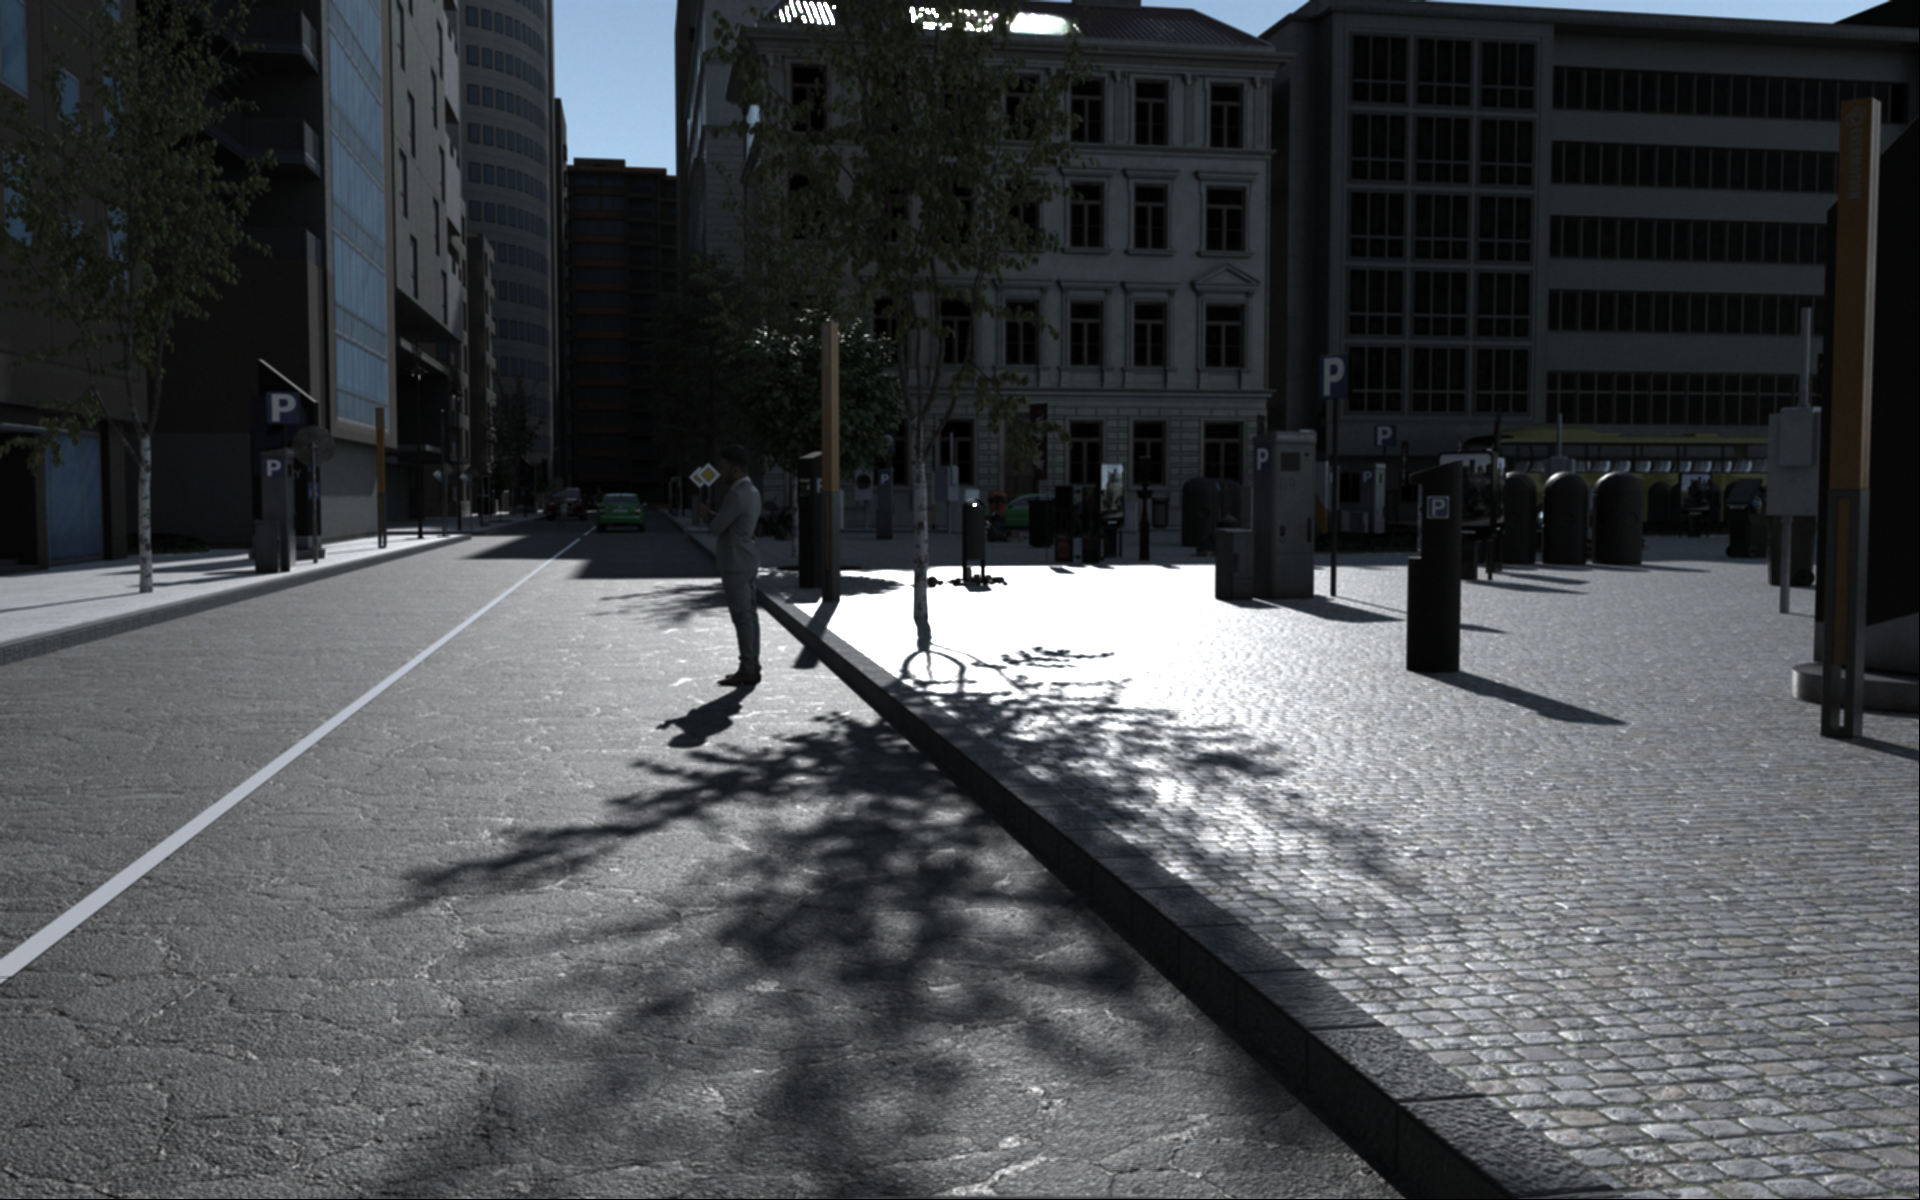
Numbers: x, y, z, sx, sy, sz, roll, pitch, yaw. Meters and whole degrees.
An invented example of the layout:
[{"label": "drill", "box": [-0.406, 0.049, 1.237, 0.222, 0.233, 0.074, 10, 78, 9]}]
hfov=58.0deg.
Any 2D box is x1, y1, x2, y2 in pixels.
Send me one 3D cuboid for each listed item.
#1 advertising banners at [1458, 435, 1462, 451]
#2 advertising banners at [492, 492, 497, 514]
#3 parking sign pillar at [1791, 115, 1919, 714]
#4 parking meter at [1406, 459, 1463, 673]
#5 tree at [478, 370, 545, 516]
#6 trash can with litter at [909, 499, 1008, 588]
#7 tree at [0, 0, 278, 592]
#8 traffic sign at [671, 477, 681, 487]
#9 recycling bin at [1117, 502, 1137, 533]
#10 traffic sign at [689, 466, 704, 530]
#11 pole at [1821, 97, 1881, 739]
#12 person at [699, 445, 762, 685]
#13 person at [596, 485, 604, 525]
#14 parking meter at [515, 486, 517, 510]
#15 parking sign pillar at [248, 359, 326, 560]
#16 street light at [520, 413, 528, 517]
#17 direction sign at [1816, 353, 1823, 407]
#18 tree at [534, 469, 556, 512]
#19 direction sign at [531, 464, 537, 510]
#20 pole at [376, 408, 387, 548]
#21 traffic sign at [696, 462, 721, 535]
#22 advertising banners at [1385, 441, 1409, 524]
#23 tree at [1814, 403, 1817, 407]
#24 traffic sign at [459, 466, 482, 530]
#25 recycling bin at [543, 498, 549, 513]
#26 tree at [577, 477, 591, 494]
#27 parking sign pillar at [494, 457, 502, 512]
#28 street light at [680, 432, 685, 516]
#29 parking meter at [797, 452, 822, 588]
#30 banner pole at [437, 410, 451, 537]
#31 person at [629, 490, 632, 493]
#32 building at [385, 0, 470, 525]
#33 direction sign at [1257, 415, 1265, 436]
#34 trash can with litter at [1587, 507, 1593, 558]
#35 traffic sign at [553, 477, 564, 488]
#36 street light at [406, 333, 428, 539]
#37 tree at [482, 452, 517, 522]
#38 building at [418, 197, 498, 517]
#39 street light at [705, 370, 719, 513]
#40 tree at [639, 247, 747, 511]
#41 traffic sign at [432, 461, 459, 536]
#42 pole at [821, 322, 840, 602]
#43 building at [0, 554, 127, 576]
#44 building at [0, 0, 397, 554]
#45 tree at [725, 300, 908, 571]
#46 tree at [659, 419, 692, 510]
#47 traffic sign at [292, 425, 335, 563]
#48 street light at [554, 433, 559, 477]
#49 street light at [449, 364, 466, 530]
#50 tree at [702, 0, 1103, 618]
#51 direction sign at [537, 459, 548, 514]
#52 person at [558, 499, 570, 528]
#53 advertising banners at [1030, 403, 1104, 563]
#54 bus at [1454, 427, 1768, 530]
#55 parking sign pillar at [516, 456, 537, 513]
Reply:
[{"label": "advertising banners", "box": [15.269, -3.440, 52.435, 0.090, 3.025, 2.074, 2, 4, 28]}, {"label": "advertising banners", "box": [-29.477, -6.941, 109.674, 0.090, 3.025, 2.074, -2, 4, -25]}, {"label": "parking sign pillar", "box": [5.946, -1.354, 10.602, 1.447, 3.967, 1.447, -1, 4, -19]}, {"label": "parking meter", "box": [3.443, -0.254, 12.567, 0.372, 1.533, 0.369, 0, 3, 0]}, {"label": "tree", "box": [-26.783, -9.361, 103.416, 4.737, 8.622, 4.395, 0, 3, 0]}, {"label": "trash can with litter", "box": [-0.101, -0.828, 24.591, 1.678, 1.210, 2.233, 2, 4, 32]}, {"label": "tree", "box": [-10.794, -4.416, 22.567, 4.737, 8.622, 4.395, 0, 3, 0]}, {"label": "traffic sign", "box": [-16.850, -6.164, 102.915, 0.606, 2.300, 0.079, 0, 4, -2]}, {"label": "recycling bin", "box": [5.453, -2.709, 56.846, 0.722, 1.027, 0.722, 0, 4, 6]}, {"label": "traffic sign", "box": [-9.399, -3.605, 62.578, 0.795, 2.450, 0.064, -1, 4, -10]}, {"label": "pole", "box": [4.671, -0.932, 9.079, 0.158, 3.312, 0.155, 0, 3, 0]}, {"label": "person", "box": [-1.740, -0.274, 13.157, 0.466, 1.800, 0.511, 0, 4, -6]}, {"label": "person", "box": [-16.507, -4.350, 79.528, 0.656, 1.842, 0.836, 2, 4, 29]}, {"label": "parking meter", "box": [-32.886, -7.460, 127.677, 0.255, 1.863, 0.399, 0, 4, 6]}, {"label": "parking sign pillar", "box": [-13.406, -2.810, 34.413, 1.447, 3.967, 1.447, 1, 4, 16]}, {"label": "street light", "box": [-24.313, -7.581, 96.742, 0.468, 5.910, 1.993, -1, 4, -10]}, {"label": "direction sign", "box": [14.056, -2.180, 27.642, 0.379, 3.537, 0.876, -2, 4, -30]}, {"label": "tree", "box": [-30.035, -7.903, 123.821, 1.663, 3.219, 1.824, 0, 3, 0]}, {"label": "direction sign", "box": [-31.818, -8.435, 129.909, 0.876, 3.537, 0.379, -1, 4, -22]}, {"label": "pole", "box": [-13.709, -2.885, 41.021, 0.158, 3.312, 0.155, 0, 3, 0]}, {"label": "traffic sign", "box": [-7.944, -3.124, 54.726, 0.795, 2.450, 0.064, -1, 4, -10]}, {"label": "advertising banners", "box": [14.558, -3.783, 58.040, 0.090, 3.025, 2.074, -1, 4, -10]}, {"label": "tree", "box": [24.647, -3.868, 46.954, 4.285, 4.588, 4.351, 0, 3, 0]}, {"label": "traffic sign", "box": [-17.263, -3.517, 61.147, 0.795, 2.450, 0.064, -1, 4, -10]}, {"label": "recycling bin", "box": [-28.346, -6.544, 119.545, 0.722, 1.027, 0.722, 0, 4, 6]}, {"label": "tree", "box": [-43.609, -12.629, 201.091, 1.663, 3.219, 1.824, 0, 3, 0]}, {"label": "parking sign pillar", "box": [-34.070, -8.421, 126.162, 1.447, 3.967, 1.447, -3, 5, -42]}, {"label": "street light", "box": [-16.052, -7.805, 100.404, 0.468, 5.910, 1.993, -1, 4, -10]}, {"label": "parking meter", "box": [-2.010, -1.097, 23.653, 0.255, 1.863, 0.399, 2, 4, 33]}, {"label": "banner pole", "box": [-15.505, -3.789, 51.972, 0.401, 3.779, 0.863, -1, 4, -12]}, {"label": "person", "box": [-29.305, -8.906, 154.249, 0.705, 1.807, 1.348, -1, 4, -9]}, {"label": "building", "box": [-35.586, -29.458, 70.876, 28.713, 52.752, 27.495, -1, 4, -10]}, {"label": "direction sign", "box": [8.644, -3.536, 49.809, 0.379, 3.537, 0.876, 1, 4, 22]}, {"label": "trash can with litter", "box": [12.866, -1.432, 34.808, 1.055, 1.170, 0.624, -3, 5, -40]}, {"label": "traffic sign", "box": [-30.115, -7.942, 129.960, 0.768, 2.556, 0.104, -1, 4, -8]}, {"label": "street light", "box": [-15.593, -4.715, 49.879, 0.468, 5.910, 1.993, -1, 4, -10]}, {"label": "tree", "box": [-21.311, -5.204, 79.690, 1.663, 3.219, 1.824, 0, 3, 0]}, {"label": "building", "box": [-44.124, -16.022, 106.995, 27.650, 21.520, 28.899, -1, 4, -10]}, {"label": "street light", "box": [-9.196, -5.602, 64.385, 0.468, 5.910, 1.993, -1, 4, -10]}, {"label": "tree", "box": [-11.419, -9.913, 80.210, 7.486, 12.596, 7.792, 0, 3, 0]}, {"label": "traffic sign", "box": [-15.809, -3.037, 53.295, 0.795, 2.450, 0.064, -1, 4, -10]}, {"label": "pole", "box": [-1.543, -1.639, 20.647, 0.158, 3.312, 0.155, 0, 3, 0]}, {"label": "building", "box": [-21.812, -22.951, 25.366, 14.600, 45.320, 14.200, -1, 4, -10]}, {"label": "building", "box": [-23.381, -24.157, 45.075, 14.200, 45.320, 14.600, -1, 4, -10]}, {"label": "tree", "box": [-2.373, -2.805, 29.567, 4.285, 4.588, 4.351, 0, 3, 0]}, {"label": "tree", "box": [-22.579, -11.659, 140.982, 4.360, 8.622, 3.978, 0, 3, 0]}, {"label": "traffic sign", "box": [-11.992, -1.960, 32.151, 0.768, 2.556, 0.104, -1, 4, -9]}, {"label": "street light", "box": [-30.722, -9.725, 131.786, 0.468, 5.910, 1.993, -1, 4, -10]}, {"label": "street light", "box": [-17.823, -5.427, 61.515, 0.468, 5.910, 1.993, -1, 4, -10]}, {"label": "tree", "box": [-0.434, -4.103, 17.440, 4.737, 8.622, 4.395, 0, 3, 0]}, {"label": "direction sign", "box": [-26.634, -7.288, 111.157, 0.379, 3.537, 0.876, 1, 4, 9]}, {"label": "person", "box": [-16.848, -3.678, 73.644, 0.505, 1.210, 0.382, -3, 4, -38]}, {"label": "advertising banners", "box": [1.989, -2.237, 32.755, 0.090, 3.025, 2.074, -3, 4, -38]}, {"label": "bus", "box": [24.416, -4.480, 64.795, 12.252, 3.916, 2.896, -1, 4, -9]}, {"label": "parking sign pillar", "box": [-29.440, -7.877, 117.264, 1.447, 3.967, 1.447, 2, 4, 34]}]
